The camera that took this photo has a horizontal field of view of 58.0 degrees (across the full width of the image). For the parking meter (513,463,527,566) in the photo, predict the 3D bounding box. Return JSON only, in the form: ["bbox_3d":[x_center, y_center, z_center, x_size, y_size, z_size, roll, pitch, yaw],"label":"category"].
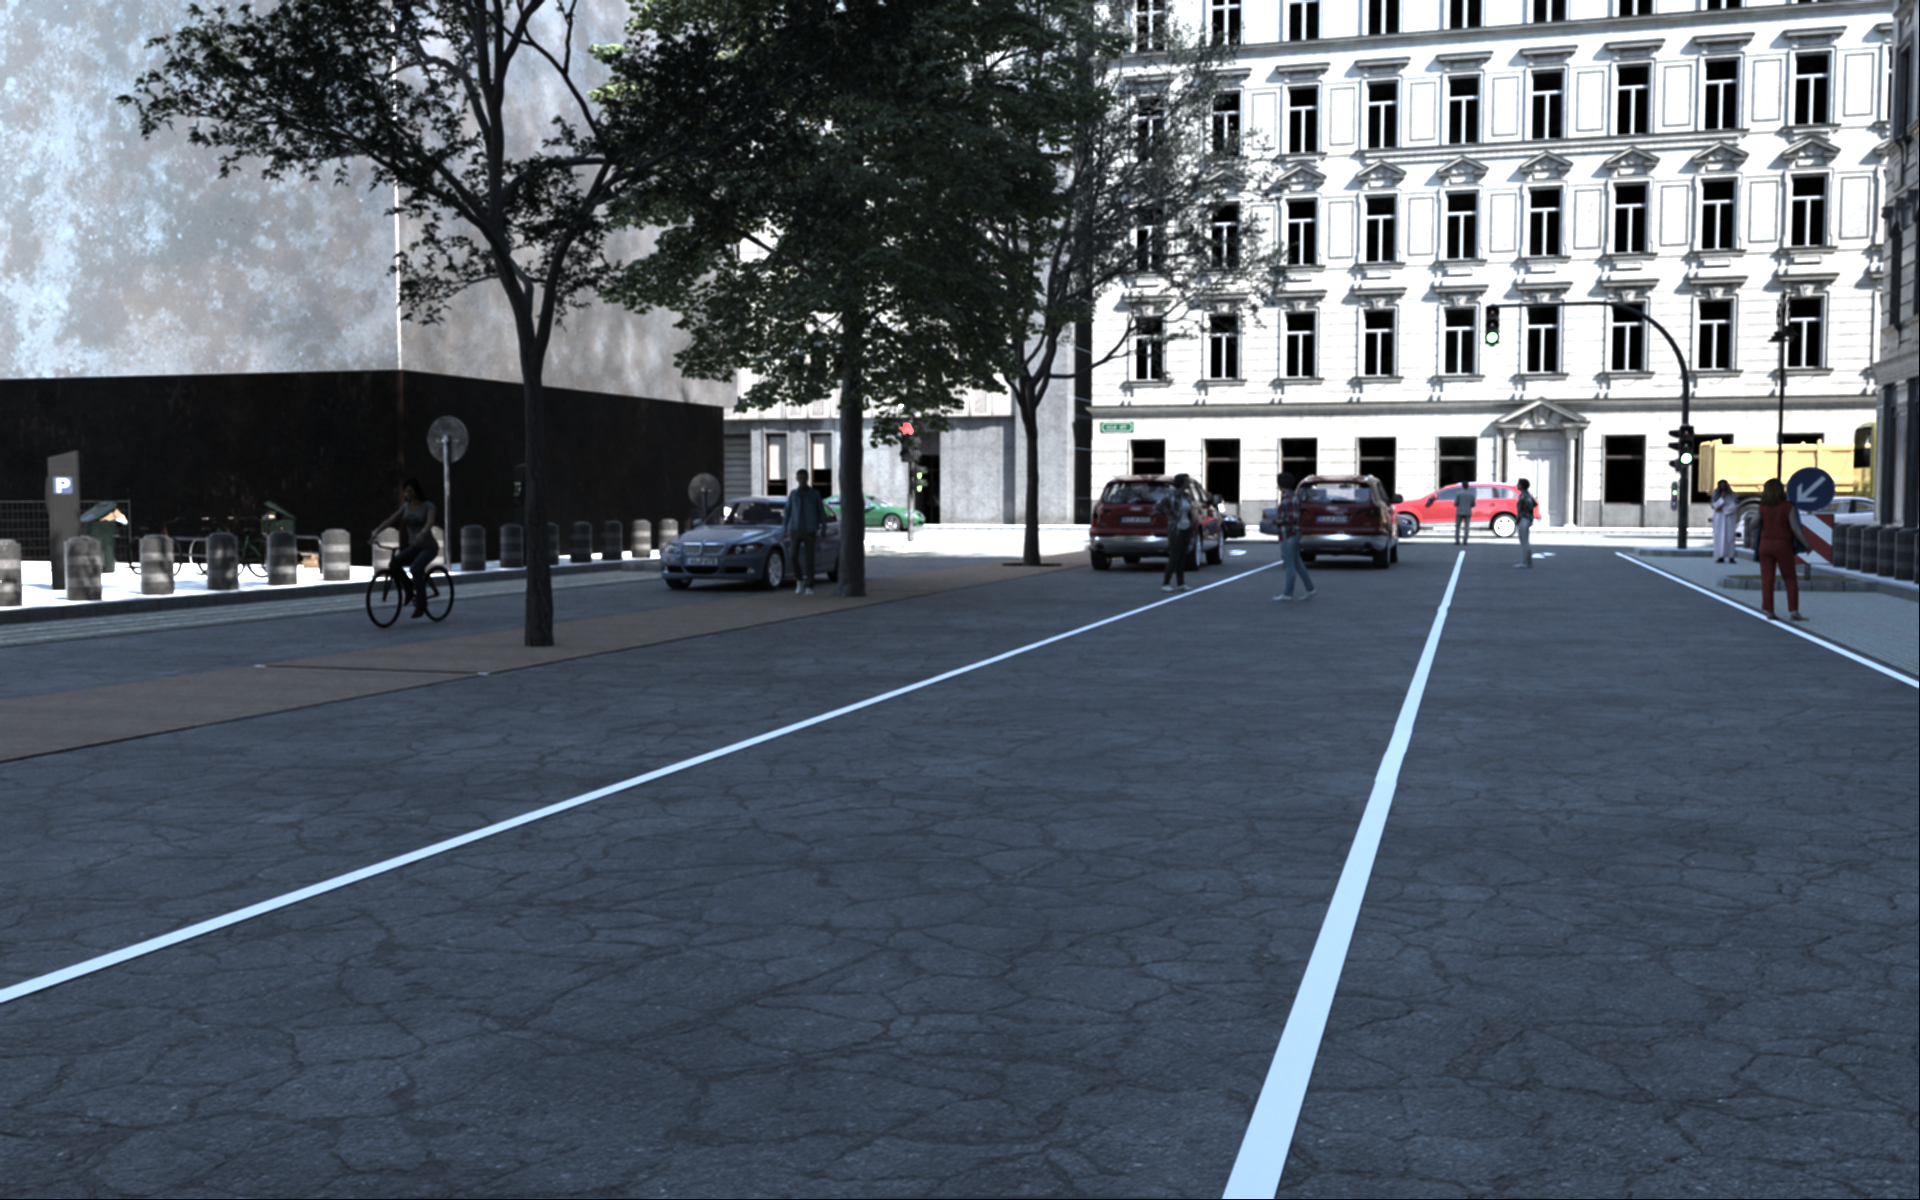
[{"bbox_3d":[-7.731,-1.537,30.833,0.255,1.863,0.399,3,4,37],"label":"parking meter"}]

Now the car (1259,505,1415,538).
[{"bbox_3d":[11.044,-2.372,50.783,4.499,1.417,2.014,1,4,15],"label":"car"}]

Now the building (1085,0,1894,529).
[{"bbox_3d":[28.164,-18.036,71.302,44.131,29.872,17.030,1,4,17],"label":"building"}]

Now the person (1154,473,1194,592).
[{"bbox_3d":[3.213,-0.999,25.562,0.841,1.734,0.376,-3,5,-43],"label":"person"}]

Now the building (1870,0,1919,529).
[{"bbox_3d":[21.884,-10.910,27.530,9.793,20.994,18.267,1,4,17],"label":"building"}]

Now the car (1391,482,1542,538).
[{"bbox_3d":[16.550,-2.989,57.536,5.304,1.827,2.281,1,4,18],"label":"car"}]

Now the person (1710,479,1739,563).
[{"bbox_3d":[15.804,-1.632,35.851,0.551,1.740,0.621,1,4,10],"label":"person"}]

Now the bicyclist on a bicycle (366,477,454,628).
[{"bbox_3d":[-6.009,-0.547,18.959,1.499,1.676,1.625,1,4,17],"label":"bicyclist on a bicycle"}]

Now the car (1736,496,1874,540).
[{"bbox_3d":[23.995,-2.167,47.790,4.827,1.381,2.083,1,4,17],"label":"car"}]

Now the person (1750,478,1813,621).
[{"bbox_3d":[9.304,-0.578,19.659,0.444,1.614,0.593,-1,4,-22],"label":"person"}]

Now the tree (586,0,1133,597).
[{"bbox_3d":[-1.503,-6.341,24.265,7.486,12.596,7.792,0,3,0],"label":"tree"}]

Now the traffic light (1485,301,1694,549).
[{"bbox_3d":[14.839,-4.049,40.877,4.771,5.953,1.251,1,4,17],"label":"traffic light"}]

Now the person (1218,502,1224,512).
[{"bbox_3d":[9.196,-2.944,60.914,0.394,1.301,0.425,0,4,5],"label":"person"}]

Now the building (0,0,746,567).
[{"bbox_3d":[-15.387,-10.573,40.326,16.811,18.784,16.820,1,4,17],"label":"building"}]

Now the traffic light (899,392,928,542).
[{"bbox_3d":[-1.294,-3.482,45.851,0.839,4.253,0.868,1,4,17],"label":"traffic light"}]

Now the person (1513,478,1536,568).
[{"bbox_3d":[10.977,-1.492,33.620,0.376,1.734,0.841,2,4,28],"label":"person"}]

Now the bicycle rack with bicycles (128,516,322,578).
[{"bbox_3d":[-11.403,-0.852,27.308,2.925,0.926,2.852,3,5,43],"label":"bicycle rack with bicycles"}]

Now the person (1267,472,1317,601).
[{"bbox_3d":[4.462,-0.851,23.249,0.643,1.720,0.563,1,4,18],"label":"person"}]

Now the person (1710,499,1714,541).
[{"bbox_3d":[22.665,-2.624,51.391,0.794,1.824,0.713,3,5,42],"label":"person"}]

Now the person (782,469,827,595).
[{"bbox_3d":[-2.201,-0.959,24.527,0.601,1.785,0.444,1,4,8],"label":"person"}]

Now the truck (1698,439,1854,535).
[{"bbox_3d":[28.621,-3.576,54.388,9.791,3.379,3.469,1,4,15],"label":"truck"}]

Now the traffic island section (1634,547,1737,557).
[{"bbox_3d":[16.903,-1.115,40.516,2.009,0.180,2.903,1,4,17],"label":"traffic island section"}]

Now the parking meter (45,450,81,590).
[{"bbox_3d":[-12.010,-1.070,23.202,0.399,1.863,0.255,-1,4,-23],"label":"parking meter"}]

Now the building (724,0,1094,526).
[{"bbox_3d":[-3.429,-15.913,78.201,19.932,24.808,12.078,1,4,17],"label":"building"}]

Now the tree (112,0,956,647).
[{"bbox_3d":[-3.836,-4.858,16.302,8.767,10.594,7.601,1,4,17],"label":"tree"}]

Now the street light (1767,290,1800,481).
[{"bbox_3d":[18.689,-4.076,39.432,0.468,5.910,1.993,1,4,17],"label":"street light"}]

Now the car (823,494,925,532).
[{"bbox_3d":[-3.746,-3.366,66.824,4.920,1.459,2.131,1,4,15],"label":"car"}]

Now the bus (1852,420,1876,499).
[{"bbox_3d":[32.134,-3.499,48.754,12.252,3.916,2.896,1,4,16],"label":"bus"}]

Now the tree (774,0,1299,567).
[{"bbox_3d":[1.416,-7.405,33.903,12.009,13.543,11.850,0,3,0],"label":"tree"}]

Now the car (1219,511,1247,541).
[{"bbox_3d":[6.365,-2.541,51.333,4.222,1.686,2.009,1,4,15],"label":"car"}]

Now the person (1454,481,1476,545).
[{"bbox_3d":[14.239,-2.464,48.988,0.606,1.804,0.583,0,4,0],"label":"person"}]

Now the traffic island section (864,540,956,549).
[{"bbox_3d":[-1.329,-1.451,45.997,2.009,0.180,2.903,1,4,17],"label":"traffic island section"}]

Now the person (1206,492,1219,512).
[{"bbox_3d":[7.025,-2.340,49.453,0.600,1.496,0.574,-2,4,-29],"label":"person"}]
